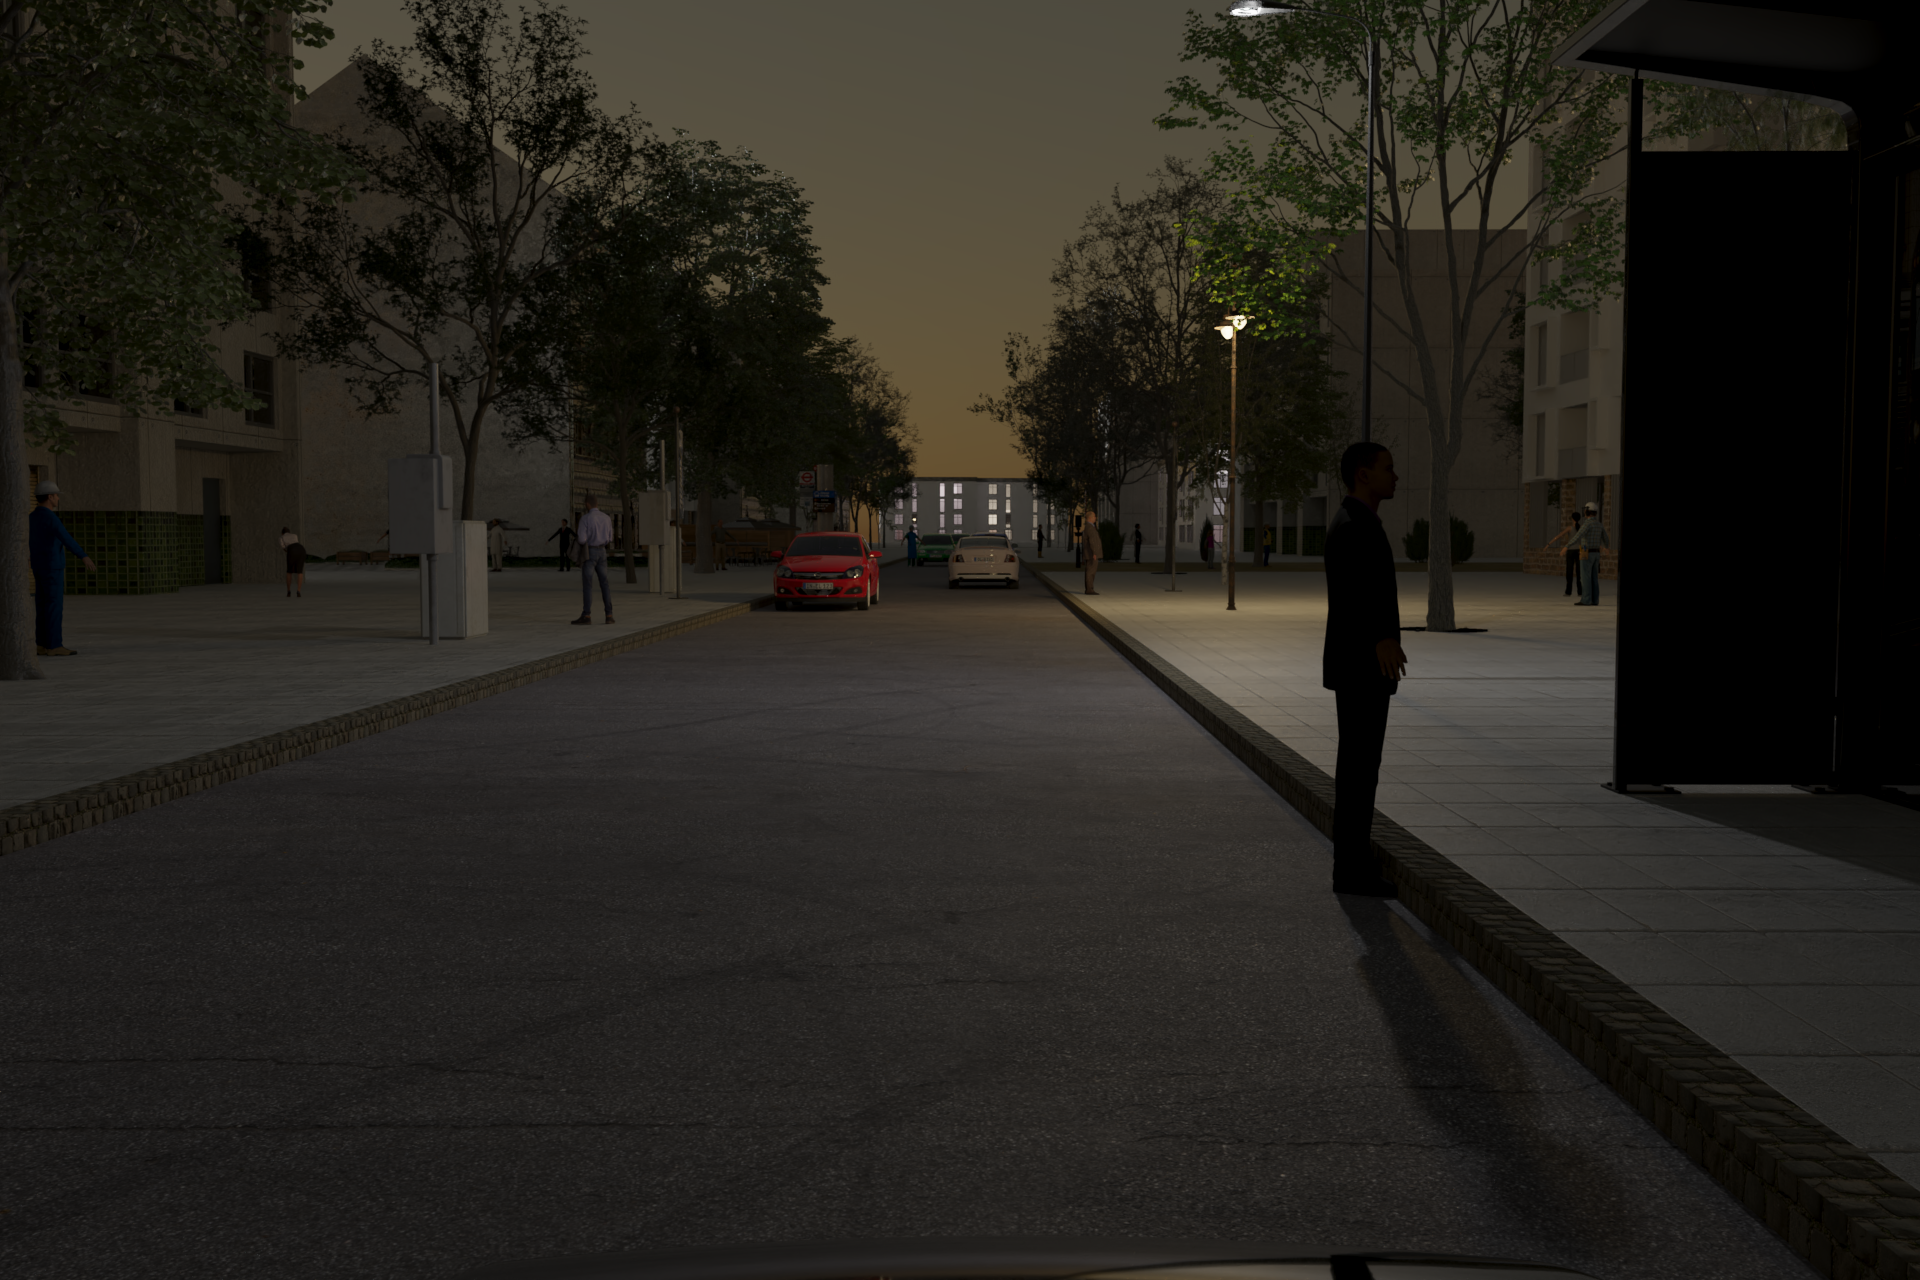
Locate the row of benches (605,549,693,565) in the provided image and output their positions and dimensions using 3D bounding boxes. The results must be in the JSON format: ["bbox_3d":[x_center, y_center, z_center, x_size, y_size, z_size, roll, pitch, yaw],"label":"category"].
[{"bbox_3d":[-13.112,-3.423,71.436,4.104,0.672,1.422,0,4,-2],"label":"row of benches"}]

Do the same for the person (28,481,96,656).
[{"bbox_3d":[-9.607,-0.760,18.311,1.347,1.842,0.705,2,4,34],"label":"person"}]

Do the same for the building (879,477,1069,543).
[{"bbox_3d":[2.072,-18.956,254.540,28.070,9.664,9.099,0,4,-4],"label":"building"}]

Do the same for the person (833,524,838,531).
[{"bbox_3d":[-6.853,-5.502,95.740,0.705,1.856,1.354,0,4,0],"label":"person"}]

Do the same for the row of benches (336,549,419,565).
[{"bbox_3d":[-23.701,-3.442,71.731,4.104,0.672,1.422,0,4,5],"label":"row of benches"}]

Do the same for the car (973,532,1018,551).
[{"bbox_3d":[1.021,-3.028,59.092,1.945,1.707,3.694,0,4,1],"label":"car"}]

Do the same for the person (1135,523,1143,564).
[{"bbox_3d":[7.805,-4.186,75.162,0.721,1.740,1.216,1,4,14],"label":"person"}]

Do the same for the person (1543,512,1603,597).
[{"bbox_3d":[12.617,-1.761,35.608,1.217,1.737,0.721,0,4,1],"label":"person"}]

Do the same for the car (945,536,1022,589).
[{"bbox_3d":[0.624,-2.083,46.427,2.083,1.381,4.827,0,4,0],"label":"car"}]

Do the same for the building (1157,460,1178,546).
[{"bbox_3d":[27.297,-14.977,187.013,9.099,9.664,28.070,0,4,0],"label":"building"}]

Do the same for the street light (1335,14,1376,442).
[{"bbox_3d":[4.120,-2.608,15.175,1.470,5.913,1.316,0,4,1],"label":"street light"}]

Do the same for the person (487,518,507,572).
[{"bbox_3d":[-15.742,-3.220,58.736,1.344,1.819,0.704,3,4,38],"label":"person"}]

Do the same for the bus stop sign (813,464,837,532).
[{"bbox_3d":[-5.121,-4.695,65.777,0.837,3.901,0.837,0,4,2],"label":"bus stop sign"}]

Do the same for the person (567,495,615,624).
[{"bbox_3d":[-5.273,-1.147,24.659,0.599,1.838,0.709,3,5,44],"label":"person"}]

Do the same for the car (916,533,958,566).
[{"bbox_3d":[-1.036,-4.237,78.066,1.959,1.807,4.718,0,4,1],"label":"car"}]

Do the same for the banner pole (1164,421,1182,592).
[{"bbox_3d":[4.761,-2.954,38.314,0.401,3.779,0.863,0,4,1],"label":"banner pole"}]

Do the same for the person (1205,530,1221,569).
[{"bbox_3d":[9.228,-3.304,63.280,0.599,1.433,0.991,-2,4,-27],"label":"person"}]

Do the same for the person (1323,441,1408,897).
[{"bbox_3d":[1.652,0.104,6.989,0.704,1.802,1.346,1,4,12],"label":"person"}]

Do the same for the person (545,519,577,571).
[{"bbox_3d":[-13.571,-3.254,59.388,1.347,1.806,0.705,1,4,15],"label":"person"}]

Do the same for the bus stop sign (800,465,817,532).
[{"bbox_3d":[-5.785,-4.800,67.181,0.855,3.939,0.416,0,4,1],"label":"bus stop sign"}]

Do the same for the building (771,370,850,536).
[{"bbox_3d":[-22.004,-21.909,189.138,19.493,23.208,18.063,0,4,1],"label":"building"}]

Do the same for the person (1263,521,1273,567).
[{"bbox_3d":[11.952,-3.701,66.978,0.721,1.772,1.216,1,4,20],"label":"person"}]

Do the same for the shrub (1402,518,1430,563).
[{"bbox_3d":[20.610,-4.486,77.396,1.661,2.075,1.752,0,3,0],"label":"shrub"}]

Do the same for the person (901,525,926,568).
[{"bbox_3d":[-2.045,-4.013,74.198,1.347,1.817,0.704,-3,5,-40],"label":"person"}]

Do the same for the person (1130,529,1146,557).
[{"bbox_3d":[9.765,-5.457,95.409,0.705,1.806,1.347,-2,4,-32],"label":"person"}]

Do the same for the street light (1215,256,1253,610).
[{"bbox_3d":[4.586,-3.443,29.088,0.468,5.910,1.993,0,4,1],"label":"street light"}]

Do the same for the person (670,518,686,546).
[{"bbox_3d":[-8.711,-2.827,52.677,0.721,1.778,1.216,-3,5,-43],"label":"person"}]

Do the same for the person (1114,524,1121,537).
[{"bbox_3d":[8.004,-5.097,89.198,0.705,1.847,1.347,-2,4,-27],"label":"person"}]

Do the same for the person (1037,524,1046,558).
[{"bbox_3d":[4.351,-5.331,93.294,0.704,1.812,1.346,1,4,21],"label":"person"}]

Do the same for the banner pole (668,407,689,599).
[{"bbox_3d":[-5.560,-2.712,34.365,0.401,3.779,0.863,0,4,2],"label":"banner pole"}]

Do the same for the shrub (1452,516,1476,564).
[{"bbox_3d":[21.133,-4.268,73.816,1.661,2.075,1.752,0,3,0],"label":"shrub"}]

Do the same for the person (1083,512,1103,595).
[{"bbox_3d":[2.813,-1.839,36.667,0.434,1.755,0.990,0,4,0],"label":"person"}]

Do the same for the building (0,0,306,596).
[{"bbox_3d":[-25.486,-9.938,28.944,16.747,18.905,31.486,0,3,0],"label":"building"}]

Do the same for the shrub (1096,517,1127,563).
[{"bbox_3d":[6.626,-4.490,77.834,1.690,2.028,1.600,0,3,0],"label":"shrub"}]

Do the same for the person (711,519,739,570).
[{"bbox_3d":[-8.470,-3.366,61.311,1.348,1.796,0.705,-2,4,-32],"label":"person"}]

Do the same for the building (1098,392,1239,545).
[{"bbox_3d":[27.039,-21.740,221.910,16.747,18.905,31.486,0,4,1],"label":"building"}]

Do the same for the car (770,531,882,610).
[{"bbox_3d":[-2.569,-1.517,33.838,2.155,1.783,4.494,0,4,1],"label":"car"}]

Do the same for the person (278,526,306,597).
[{"bbox_3d":[-13.620,-1.595,35.302,0.799,1.438,0.628,1,4,19],"label":"person"}]

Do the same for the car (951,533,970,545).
[{"bbox_3d":[-0.101,-5.255,94.720,1.959,1.807,4.718,0,4,1],"label":"car"}]

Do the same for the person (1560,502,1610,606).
[{"bbox_3d":[11.255,-1.540,31.016,1.345,1.849,0.704,-2,4,-35],"label":"person"}]

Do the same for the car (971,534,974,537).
[{"bbox_3d":[1.397,-6.667,120.802,2.131,1.459,4.920,0,4,1],"label":"car"}]

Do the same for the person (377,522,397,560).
[{"bbox_3d":[-22.963,-3.906,70.004,0.704,1.843,1.345,2,4,33],"label":"person"}]
